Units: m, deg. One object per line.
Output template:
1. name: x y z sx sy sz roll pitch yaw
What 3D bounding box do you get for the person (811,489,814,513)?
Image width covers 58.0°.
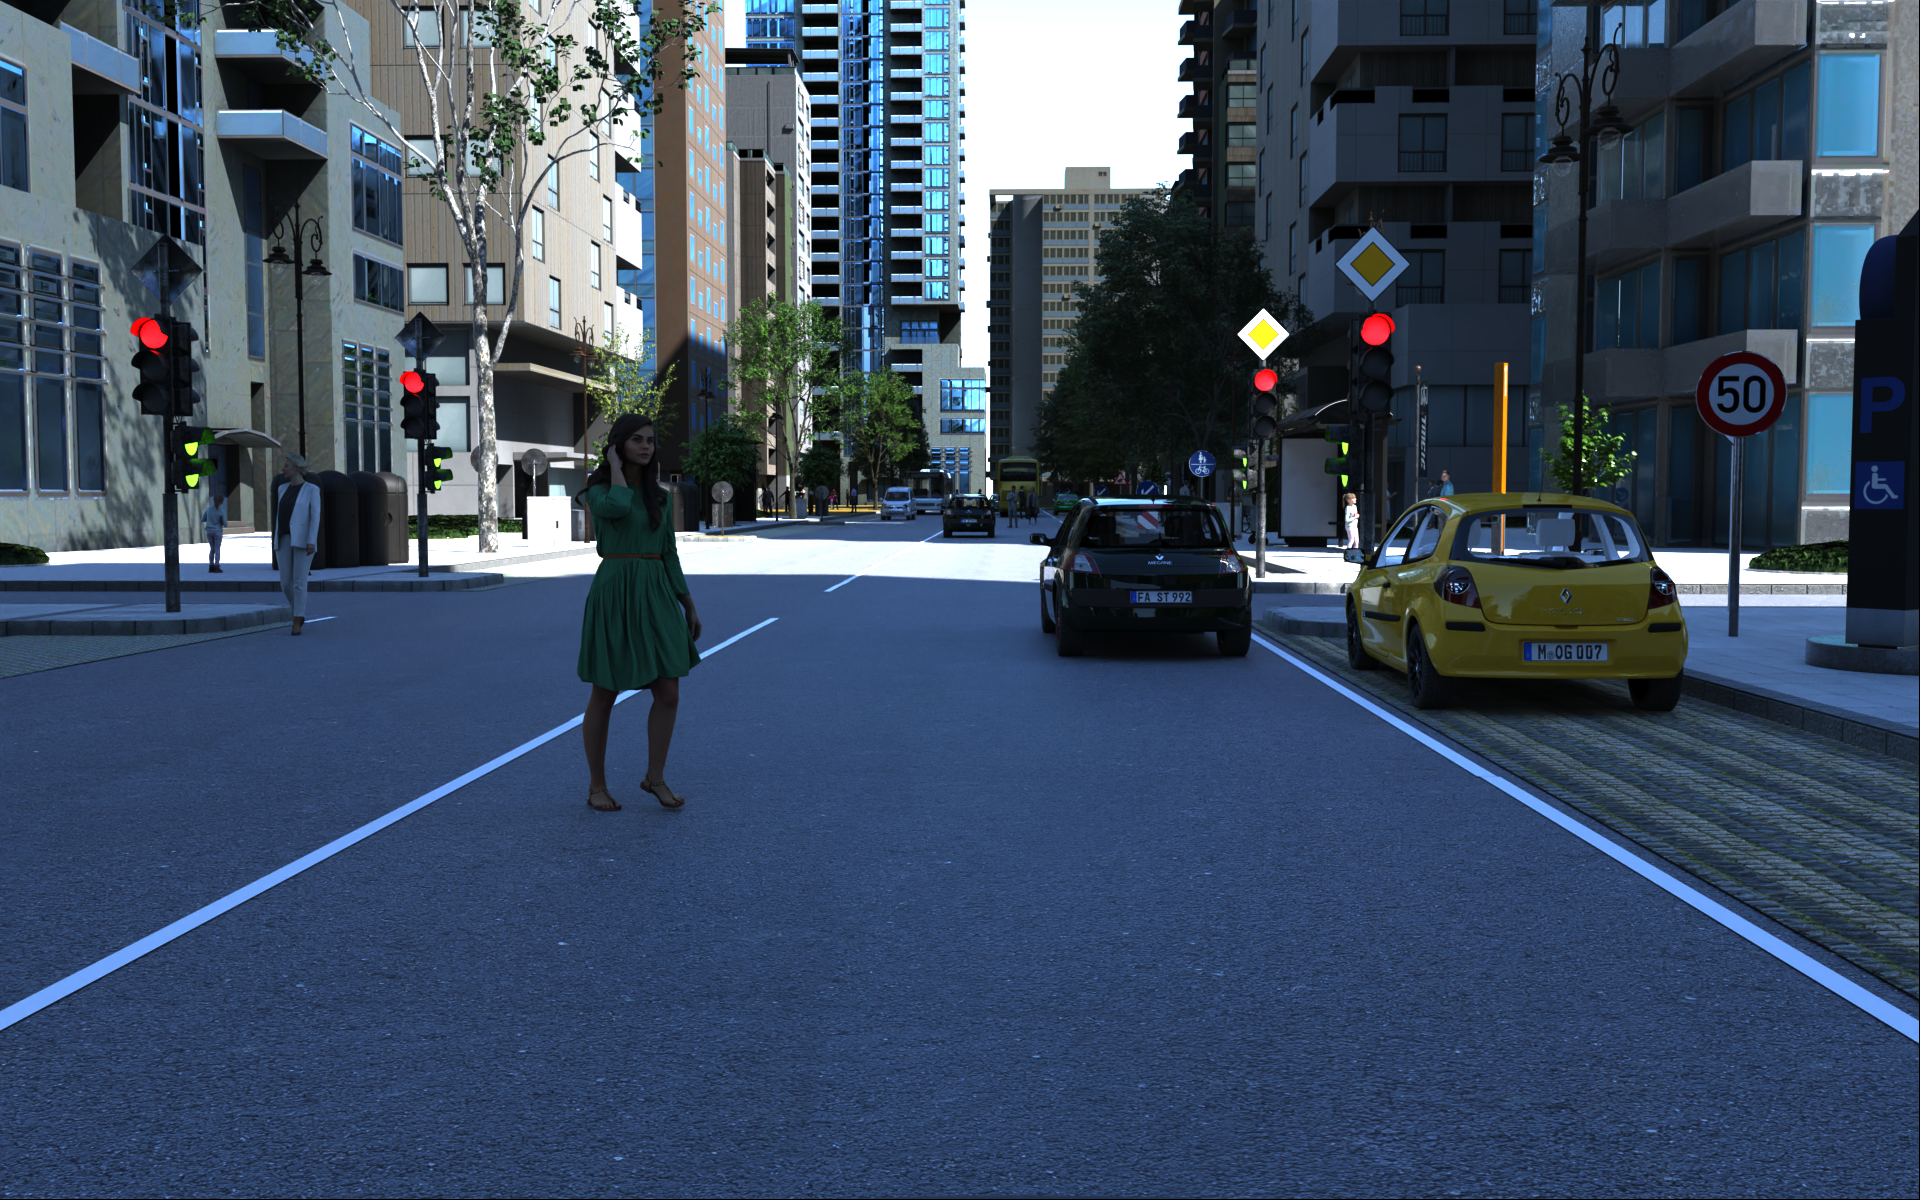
1. person: -10.109 -6.755 117.197 0.721 1.736 1.217 0 4 -7

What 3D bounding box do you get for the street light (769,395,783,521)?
1. street light: -8.578 -6.618 80.999 0.468 5.910 1.993 0 4 2

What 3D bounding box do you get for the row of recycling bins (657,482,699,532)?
1. row of recycling bins: -9.665 -3.154 58.676 1.069 1.692 3.534 1 4 11

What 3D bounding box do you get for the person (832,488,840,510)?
1. person: -10.286 -8.348 142.976 0.683 1.767 0.568 -2 4 -27

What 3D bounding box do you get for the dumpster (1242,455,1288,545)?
1. dumpster: 7.989 -2.520 43.697 1.502 2.255 1.985 0 4 2

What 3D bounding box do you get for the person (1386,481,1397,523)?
1. person: 15.056 -3.321 60.911 0.524 1.755 0.480 -1 4 -12

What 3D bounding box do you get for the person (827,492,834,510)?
1. person: -10.557 -8.097 141.659 0.599 1.433 0.991 2 4 31

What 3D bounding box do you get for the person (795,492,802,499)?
1. person: -11.799 -7.096 125.325 1.065 1.426 0.557 0 4 7

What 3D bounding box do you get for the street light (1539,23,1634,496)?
1. street light: 6.324 -2.744 17.653 0.468 5.910 1.993 0 4 2

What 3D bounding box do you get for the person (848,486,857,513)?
1. person: -7.278 -6.764 116.508 0.599 1.838 0.709 2 4 28

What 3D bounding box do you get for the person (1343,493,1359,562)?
1. person: 7.398 -1.361 32.572 0.394 1.301 0.425 1 4 22

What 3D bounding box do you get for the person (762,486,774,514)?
1. person: -11.909 -6.156 107.246 0.990 1.755 0.434 -3 5 -40

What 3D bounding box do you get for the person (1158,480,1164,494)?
1. person: 7.808 -3.777 67.903 0.850 1.850 0.679 0 4 -3

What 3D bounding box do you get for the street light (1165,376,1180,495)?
1. street light: 7.889 -5.606 64.440 0.468 5.910 1.993 0 4 2

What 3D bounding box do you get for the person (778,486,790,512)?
1. person: -12.136 -7.079 121.752 1.348 1.831 0.705 1 4 22

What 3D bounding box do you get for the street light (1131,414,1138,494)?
1. street light: 8.435 -6.730 82.820 0.468 5.910 1.993 0 4 2

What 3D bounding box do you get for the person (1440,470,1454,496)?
1. person: 11.545 -2.141 40.917 0.748 1.841 0.638 3 4 37

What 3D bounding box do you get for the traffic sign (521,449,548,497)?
1. traffic sign: -11.904 -2.956 48.437 0.768 2.556 0.104 1 4 8

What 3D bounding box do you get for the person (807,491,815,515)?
1. person: -9.221 -6.168 107.625 0.721 1.736 1.217 -1 4 -19

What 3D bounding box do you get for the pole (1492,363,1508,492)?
1. pole: 8.419 -2.030 27.029 0.158 3.312 0.155 0 3 0

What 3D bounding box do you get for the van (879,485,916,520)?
1. van: -3.399 -5.432 95.827 2.013 2.044 4.112 0 4 4

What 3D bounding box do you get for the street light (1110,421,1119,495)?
1. street light: 9.001 -7.841 100.985 0.468 5.910 1.993 0 4 2

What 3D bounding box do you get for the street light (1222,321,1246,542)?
1. street light: 7.338 -4.508 46.491 0.468 5.910 1.993 0 4 2

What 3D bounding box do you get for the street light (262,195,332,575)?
1. street light: -10.331 -3.325 27.153 0.468 5.910 1.993 0 4 2

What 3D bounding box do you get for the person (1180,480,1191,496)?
1. person: 8.548 -3.631 65.504 0.391 1.810 0.635 -3 4 -36

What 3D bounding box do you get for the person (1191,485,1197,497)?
1. person: 12.257 -5.200 91.420 0.532 1.782 0.716 3 4 36

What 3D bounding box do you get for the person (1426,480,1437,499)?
1. person: 16.968 -3.448 62.685 0.573 1.790 0.520 -2 4 -27

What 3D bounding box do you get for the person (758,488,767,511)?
1. person: -13.721 -7.001 121.232 0.721 1.735 1.217 2 4 33

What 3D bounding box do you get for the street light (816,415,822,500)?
1. street light: -8.036 -7.716 98.949 0.468 5.910 1.993 0 4 2

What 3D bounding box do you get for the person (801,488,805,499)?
1. person: -11.945 -7.601 131.125 0.445 1.727 0.742 -3 5 -41

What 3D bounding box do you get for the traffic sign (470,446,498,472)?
1. traffic sign: -12.221 -2.715 44.488 0.768 2.556 0.104 1 4 11

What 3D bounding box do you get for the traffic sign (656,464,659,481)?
1. traffic sign: -10.138 -3.334 56.640 0.606 2.300 0.079 0 4 2

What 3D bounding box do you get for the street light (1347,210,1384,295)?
1. street light: 6.726 -3.410 28.543 0.468 5.910 1.993 0 4 2

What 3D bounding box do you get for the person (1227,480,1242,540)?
1. person: 7.664 -2.559 48.429 0.362 1.759 0.519 -2 4 -26

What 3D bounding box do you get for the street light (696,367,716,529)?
1. street light: -9.216 -5.521 63.052 0.468 5.910 1.993 0 4 2

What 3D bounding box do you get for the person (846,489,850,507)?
1. person: -11.356 -10.359 175.547 0.705 1.807 1.348 0 4 -4

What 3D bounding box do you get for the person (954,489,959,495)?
1. person: -0.213 -7.987 139.183 0.705 1.812 1.348 -2 4 -32

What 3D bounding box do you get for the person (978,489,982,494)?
1. person: 1.513 -7.329 128.336 0.705 1.822 1.348 -3 4 -36

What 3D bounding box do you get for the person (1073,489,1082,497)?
1. person: 11.044 -9.651 163.965 1.348 1.807 0.705 -3 5 -40

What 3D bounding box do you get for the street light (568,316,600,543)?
1. street light: -9.748 -4.423 45.102 0.468 5.910 1.993 0 4 2

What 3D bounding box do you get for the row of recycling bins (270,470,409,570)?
1. row of recycling bins: -10.899 -1.445 30.732 1.069 1.692 3.534 1 4 13
